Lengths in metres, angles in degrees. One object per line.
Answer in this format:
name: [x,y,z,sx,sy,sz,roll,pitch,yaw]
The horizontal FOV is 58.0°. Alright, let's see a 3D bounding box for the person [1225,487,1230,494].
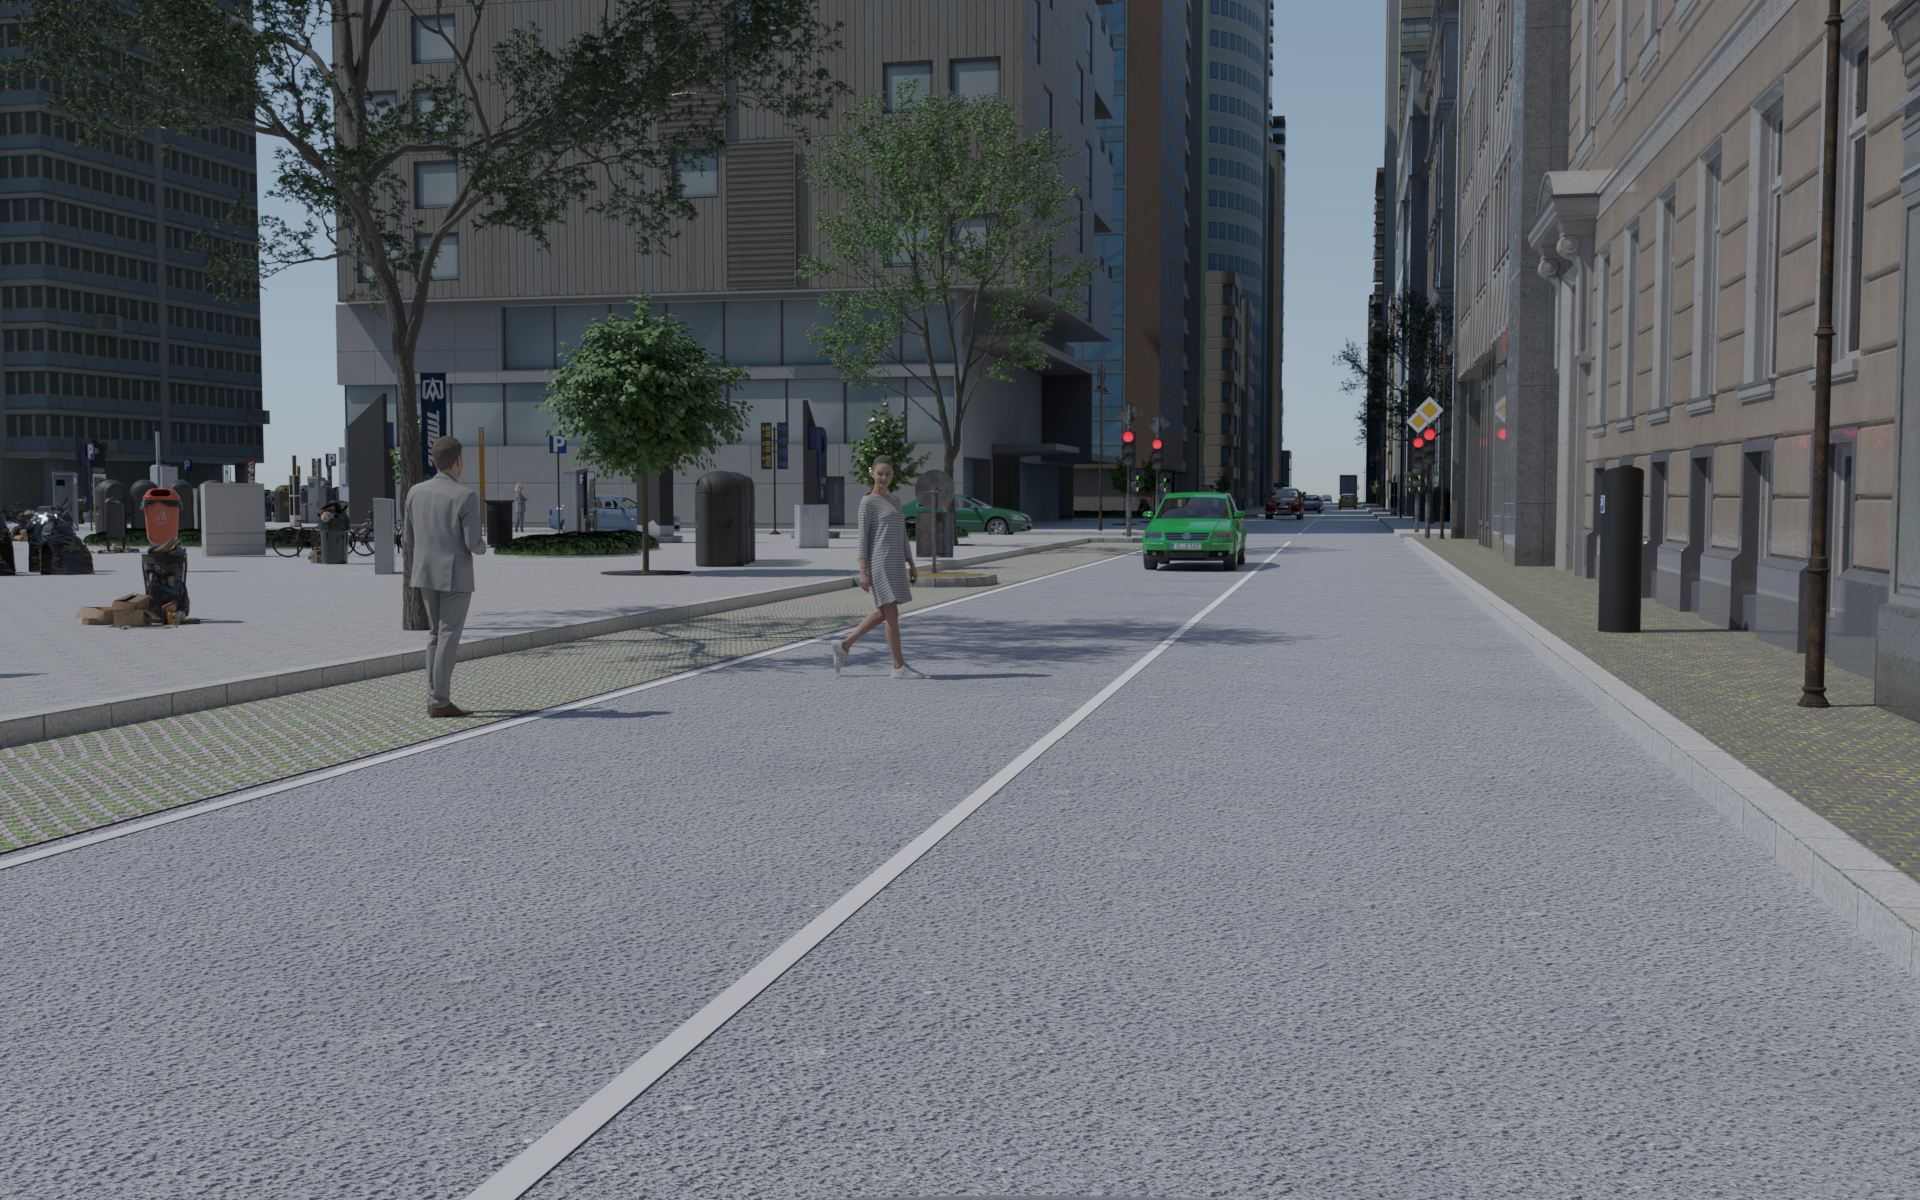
person: [15.193,-5.558,99.214,0.795,1.843,0.661,1,4,16]

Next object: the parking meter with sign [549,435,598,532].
parking meter with sign: [-11.182,-3.308,50.353,1.738,3.016,0.543,3,5,42]

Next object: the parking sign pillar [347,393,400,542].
parking sign pillar: [-15.872,-3.563,46.723,1.447,3.967,1.447,2,4,25]

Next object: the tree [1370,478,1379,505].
tree: [51.183,-13.359,213.026,1.663,3.219,1.824,0,3,0]

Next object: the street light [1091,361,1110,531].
street light: [4.916,-5.362,60.453,0.468,5.910,1.993,1,4,13]

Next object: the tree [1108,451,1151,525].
tree: [6.946,-4.719,71.753,1.663,3.219,1.824,0,3,0]

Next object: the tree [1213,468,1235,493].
tree: [19.369,-8.112,127.226,1.663,3.219,1.824,0,3,0]

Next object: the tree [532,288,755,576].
tree: [-5.134,-2.695,27.778,4.285,4.588,4.351,0,3,0]

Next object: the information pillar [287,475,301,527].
information pillar: [-25.681,-3.816,66.883,0.304,2.012,0.304,2,4,35]

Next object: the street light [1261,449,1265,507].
street light: [30.429,-12.311,174.071,0.468,5.910,1.993,1,4,13]

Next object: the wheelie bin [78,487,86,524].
wheelie bin: [-37.791,-4.028,73.770,0.693,1.594,0.980,3,5,41]

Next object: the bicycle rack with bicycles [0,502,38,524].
bicycle rack with bicycles: [-41.202,-3.773,75.077,2.925,0.926,2.852,-2,4,-33]

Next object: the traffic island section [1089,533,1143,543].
traffic island section: [5.035,-1.811,51.899,2.009,0.180,2.903,1,4,13]

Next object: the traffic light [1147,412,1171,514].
traffic light: [6.817,-4.320,59.548,0.839,4.253,0.868,1,4,13]

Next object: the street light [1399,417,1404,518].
street light: [23.260,-7.244,91.223,0.468,5.910,1.993,1,4,13]

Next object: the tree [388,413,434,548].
tree: [-12.833,-2.869,41.512,1.663,3.219,1.824,0,3,0]

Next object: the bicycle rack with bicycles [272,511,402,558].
bicycle rack with bicycles: [-12.616,-1.396,36.202,2.925,0.926,2.852,-1,4,-10]

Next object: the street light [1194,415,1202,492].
street light: [13.659,-7.756,99.595,0.468,5.910,1.993,1,4,13]

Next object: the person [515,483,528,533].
person: [-14.709,-3.025,58.149,0.526,1.800,0.537,0,4,-4]

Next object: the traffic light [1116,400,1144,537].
traffic light: [5.071,-3.843,51.756,0.839,4.253,0.868,1,4,13]

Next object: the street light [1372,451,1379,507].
street light: [40.051,-11.826,166.145,0.468,5.910,1.993,1,4,13]

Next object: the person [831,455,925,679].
person: [-0.644,-0.257,13.455,0.760,1.731,0.466,0,4,6]

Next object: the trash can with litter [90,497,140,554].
trash can with litter: [-18.615,-1.613,37.433,1.678,1.210,2.233,1,4,12]

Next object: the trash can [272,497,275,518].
trash can: [-37.174,-5.065,94.470,0.748,1.137,0.748,0,3,0]

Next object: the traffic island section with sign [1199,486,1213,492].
traffic island section with sign: [11.510,-4.414,80.798,1.989,1.847,2.006,1,4,13]

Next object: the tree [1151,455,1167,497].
tree: [8.501,-5.116,78.241,1.663,3.219,1.824,0,3,0]

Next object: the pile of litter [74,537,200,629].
pile of litter: [-8.121,-0.193,17.122,1.176,0.858,1.719,-1,4,-15]

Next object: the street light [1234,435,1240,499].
street light: [21.604,-9.918,134.947,0.468,5.910,1.993,1,4,13]

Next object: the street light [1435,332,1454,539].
street light: [13.809,-4.689,49.450,0.468,5.910,1.993,1,4,13]

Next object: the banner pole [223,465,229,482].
banner pole: [-53.323,-8.305,125.800,0.863,3.779,0.401,3,4,37]

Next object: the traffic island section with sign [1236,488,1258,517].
traffic island section with sign: [17.494,-6.046,107.485,1.989,1.847,2.006,1,4,13]

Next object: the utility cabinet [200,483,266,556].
utility cabinet: [-14.914,-1.643,35.541,1.173,1.500,0.318,-3,5,-39]

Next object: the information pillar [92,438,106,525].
information pillar: [-35.513,-4.898,71.439,0.504,3.616,0.183,-2,4,-26]

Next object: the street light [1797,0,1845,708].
street light: [5.159,-2.294,10.287,0.468,5.910,1.993,1,4,13]

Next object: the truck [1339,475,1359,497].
truck: [57.588,-16.374,256.623,2.839,4.237,11.283,1,4,14]

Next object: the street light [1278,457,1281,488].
street light: [39.842,-14.880,216.074,0.468,5.910,1.993,1,4,13]

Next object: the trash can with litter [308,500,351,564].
trash can with litter: [-11.666,-1.251,31.838,1.055,1.170,0.624,3,5,41]

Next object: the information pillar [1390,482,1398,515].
information pillar: [26.468,-6.186,105.631,0.304,2.012,0.304,-2,4,-34]

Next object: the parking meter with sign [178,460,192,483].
parking meter with sign: [-39.707,-5.583,87.544,0.543,3.016,1.738,2,4,27]

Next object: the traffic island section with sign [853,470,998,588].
traffic island section with sign: [-0.471,-1.142,27.293,1.989,1.847,2.006,1,4,13]

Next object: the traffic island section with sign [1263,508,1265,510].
traffic island section with sign: [28.387,-9.020,156.102,1.989,1.847,2.006,1,4,13]

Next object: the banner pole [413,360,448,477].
banner pole: [-9.688,-2.531,31.394,0.863,3.779,0.401,0,4,-1]

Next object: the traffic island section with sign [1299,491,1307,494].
traffic island section with sign: [52.606,-15.632,264.202,1.989,1.847,2.006,1,4,13]

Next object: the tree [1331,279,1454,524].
tree: [20.281,-8.620,75.357,7.601,10.594,8.767,3,4,37]

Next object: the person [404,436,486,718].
person: [-3.256,-0.152,11.178,0.606,1.804,0.583,1,4,20]

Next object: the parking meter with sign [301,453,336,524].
parking meter with sign: [-27.762,-4.802,74.768,1.738,3.016,0.543,2,4,24]

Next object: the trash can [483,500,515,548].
trash can: [-10.994,-1.817,41.360,0.748,1.137,0.748,0,3,0]

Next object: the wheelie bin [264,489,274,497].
wheelie bin: [-47.190,-6.720,117.786,0.980,1.594,0.693,-2,4,-27]

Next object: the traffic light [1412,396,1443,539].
traffic light: [13.479,-3.729,49.895,0.839,4.253,0.868,1,4,13]

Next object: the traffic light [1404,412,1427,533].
traffic light: [15.225,-4.206,57.688,0.839,4.253,0.868,1,4,13]

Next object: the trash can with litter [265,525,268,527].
trash can with litter: [-30.624,-3.811,73.369,2.233,1.210,1.678,2,4,27]

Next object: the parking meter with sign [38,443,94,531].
parking meter with sign: [-30.839,-3.879,59.690,1.738,3.016,0.543,0,4,-6]

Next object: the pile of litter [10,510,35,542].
pile of litter: [-25.529,-2.023,47.033,1.719,0.858,1.176,2,4,34]

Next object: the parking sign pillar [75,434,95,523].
parking sign pillar: [-39.430,-5.486,78.175,1.447,3.967,1.447,0,4,-8]

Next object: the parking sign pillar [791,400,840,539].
parking sign pillar: [-4.199,-3.777,50.222,1.447,3.967,1.447,1,4,8]

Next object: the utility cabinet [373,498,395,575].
utility cabinet: [-9.315,-1.034,28.061,0.306,1.237,1.020,-1,4,-16]

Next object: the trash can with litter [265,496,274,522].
trash can with litter: [-31.989,-4.194,79.966,0.624,1.170,1.055,-1,4,-19]

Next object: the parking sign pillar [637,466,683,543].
parking sign pillar: [-8.044,-3.495,45.615,1.447,3.967,1.447,-3,4,-37]

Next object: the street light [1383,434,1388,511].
street light: [31.972,-9.641,130.411,0.468,5.910,1.993,1,4,13]

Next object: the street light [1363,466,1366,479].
street light: [58.240,-16.789,247.283,0.468,5.910,1.993,1,4,13]
